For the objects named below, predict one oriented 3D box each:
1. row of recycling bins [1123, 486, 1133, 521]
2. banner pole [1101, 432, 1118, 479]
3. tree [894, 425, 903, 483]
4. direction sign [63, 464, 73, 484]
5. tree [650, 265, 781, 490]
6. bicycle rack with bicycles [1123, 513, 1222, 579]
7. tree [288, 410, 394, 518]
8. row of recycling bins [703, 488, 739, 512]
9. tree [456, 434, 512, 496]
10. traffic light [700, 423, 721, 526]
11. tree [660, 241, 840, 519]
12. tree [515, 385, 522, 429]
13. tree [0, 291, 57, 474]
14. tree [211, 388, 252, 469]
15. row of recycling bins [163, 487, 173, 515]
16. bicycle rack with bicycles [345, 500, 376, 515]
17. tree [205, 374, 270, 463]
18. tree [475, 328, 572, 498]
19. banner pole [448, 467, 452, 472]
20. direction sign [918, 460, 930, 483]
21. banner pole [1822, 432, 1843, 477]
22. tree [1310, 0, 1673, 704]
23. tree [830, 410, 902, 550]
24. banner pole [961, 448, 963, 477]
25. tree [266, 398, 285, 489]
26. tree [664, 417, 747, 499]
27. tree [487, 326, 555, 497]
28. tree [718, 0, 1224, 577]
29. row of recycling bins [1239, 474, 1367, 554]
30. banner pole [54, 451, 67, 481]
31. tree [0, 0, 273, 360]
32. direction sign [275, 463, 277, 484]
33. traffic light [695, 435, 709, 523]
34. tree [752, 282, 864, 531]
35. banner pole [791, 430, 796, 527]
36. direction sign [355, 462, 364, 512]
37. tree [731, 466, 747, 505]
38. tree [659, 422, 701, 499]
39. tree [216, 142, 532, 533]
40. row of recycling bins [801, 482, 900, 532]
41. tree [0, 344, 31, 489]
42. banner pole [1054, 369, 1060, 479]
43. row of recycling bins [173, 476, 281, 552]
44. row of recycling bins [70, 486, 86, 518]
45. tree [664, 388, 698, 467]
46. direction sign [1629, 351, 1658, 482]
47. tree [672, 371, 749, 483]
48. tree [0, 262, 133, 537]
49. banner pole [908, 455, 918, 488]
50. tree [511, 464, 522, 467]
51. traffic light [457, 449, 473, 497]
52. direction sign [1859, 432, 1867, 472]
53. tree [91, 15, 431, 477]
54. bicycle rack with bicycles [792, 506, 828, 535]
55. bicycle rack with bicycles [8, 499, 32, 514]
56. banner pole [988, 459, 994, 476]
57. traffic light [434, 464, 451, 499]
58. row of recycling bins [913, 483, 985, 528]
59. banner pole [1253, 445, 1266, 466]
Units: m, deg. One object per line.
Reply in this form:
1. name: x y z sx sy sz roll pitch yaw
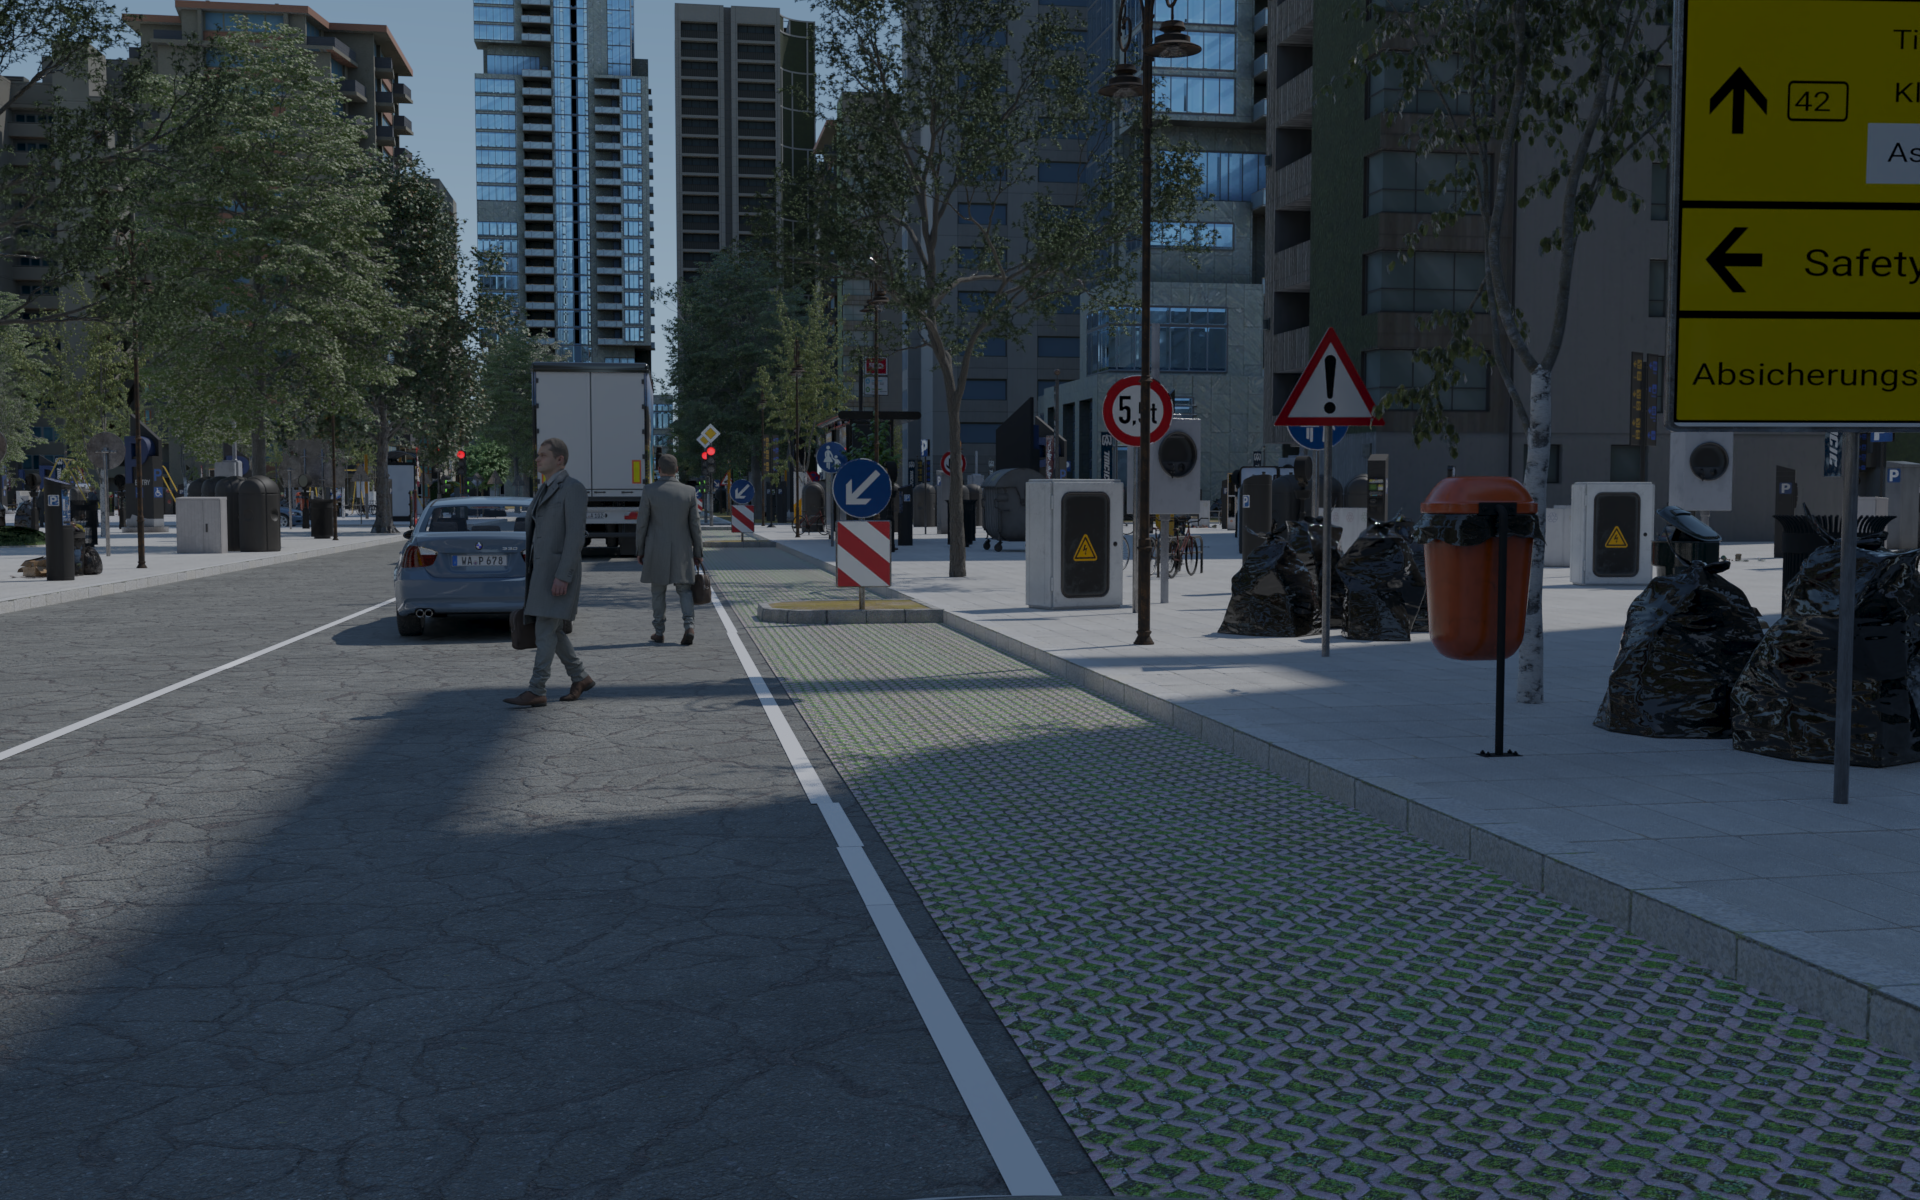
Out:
1. row of recycling bins: 7.333 -4.674 83.531 1.069 1.692 3.534 2 4 29
2. banner pole: 5.335 -4.359 61.292 0.863 3.779 0.401 -1 4 -22
3. tree: -5.939 -12.329 151.937 4.737 8.622 4.395 0 3 0
4. direction sign: -70.082 -8.832 136.400 0.379 3.537 0.876 0 4 4
5. tree: -19.481 -17.477 141.633 12.611 20.169 13.585 0 3 0
6. bicycle rack with bicycles: 2.907 -0.881 27.788 2.852 0.926 2.925 2 4 31
7. tree: -32.899 -8.673 92.171 4.737 8.622 4.395 0 3 0
8. row of recycling bins: -19.224 -8.362 143.827 3.534 1.692 1.069 -2 4 -27
9. tree: -26.140 -6.808 95.022 4.285 4.588 4.351 0 3 0
10. traffic light: -9.941 -4.898 69.001 0.839 4.253 0.868 -1 4 -10
11. tree: -10.228 -11.043 87.204 9.857 13.997 8.962 0 3 0
12. tree: -36.679 -15.018 155.914 12.009 13.543 11.850 0 3 0
13. tree: -49.641 -10.325 86.939 7.486 12.596 7.792 0 3 0
14. tree: -35.049 -7.855 78.793 4.737 8.622 4.395 0 3 0
15. row of recycling bins: -49.414 -6.105 106.927 1.069 1.692 3.534 1 4 19
16. bicycle rack with bicycles: -36.163 -5.620 105.273 2.852 0.926 2.925 2 4 34
17. tree: -42.439 -9.272 101.959 4.360 8.622 3.978 0 3 0
18. tree: -33.391 -13.803 132.338 9.857 13.997 8.962 0 3 0
19. banner pole: -31.820 -7.222 108.101 0.401 3.779 0.863 -3 4 -37
20. direction sign: -2.403 -7.521 114.970 0.876 3.537 0.379 0 4 5
21. banner pole: 15.450 -2.472 30.434 0.401 3.779 0.863 -1 4 -10
22. tree: 3.694 -3.681 10.555 4.360 8.622 3.978 0 3 0
23. tree: -1.912 -2.765 39.806 1.663 3.219 1.824 0 3 0
24. banner pole: 0.071 -6.362 94.032 0.401 3.779 0.863 -1 4 -9
25. tree: -45.490 -9.772 110.134 4.737 8.622 4.395 0 3 0
26. tree: -27.727 -16.537 187.380 9.611 12.733 9.660 0 3 0
27. tree: -30.216 -12.167 117.058 7.486 12.596 7.792 0 3 0
28. tree: 0.113 -5.649 26.776 8.767 10.594 7.601 1 4 21
29. row of recycling bins: 7.305 -1.788 36.343 1.069 1.692 3.534 -3 5 -42
30. banner pole: -52.313 -6.785 100.943 0.401 3.779 0.863 3 5 43
31. tree: -13.621 -5.402 22.738 7.601 10.594 8.767 1 4 12
32. direction sign: -49.582 -8.174 125.642 0.379 3.537 0.876 -2 4 -27
33. traffic light: -11.313 -5.379 76.868 0.839 4.253 0.868 -1 4 -10
34. tree: -5.348 -6.680 59.580 4.737 8.622 4.395 0 3 0
35. banner pole: -6.328 -4.714 67.097 0.401 3.779 0.863 -1 4 -13
36. direction sign: -42.315 -7.978 122.436 0.379 3.537 0.876 3 4 36
37. tree: -14.092 -7.006 109.148 1.663 3.219 1.824 0 3 0
38. tree: -32.780 -18.817 218.029 12.009 13.543 11.850 0 3 0
39. tree: -18.961 -8.538 56.610 9.611 12.733 9.660 0 3 0
40. row of recycling bins: -3.660 -3.139 58.439 3.534 1.692 1.069 1 4 12
41. tree: -44.216 -7.848 78.682 4.360 8.622 3.978 0 3 0
42. banner pole: 1.936 -2.751 34.999 0.401 3.779 0.863 0 4 -2
43. row of recycling bins: -16.585 -1.978 39.448 3.534 1.692 1.069 3 5 44
44. row of recycling bins: -48.764 -5.336 94.358 3.534 1.692 1.069 3 5 39
45. tree: -24.652 -14.769 167.232 9.928 11.665 9.643 0 3 0
46. direction sign: 10.982 -2.194 27.871 0.876 3.537 0.379 -3 5 -43
47. tree: -22.571 -14.665 157.895 7.486 12.596 7.792 0 3 0
48. tree: -25.972 -6.202 51.769 4.737 8.622 4.395 0 3 0
49. banner pole: -2.973 -7.451 111.841 0.863 3.779 0.401 -1 4 -21
50. tree: -34.856 -12.784 143.425 7.601 10.594 8.767 1 4 10
51. traffic light: -21.567 -5.269 75.070 0.839 4.253 0.868 -1 4 -10
52. direction sign: 32.046 -4.287 62.096 0.876 3.537 0.379 0 4 -4
53. tree: -16.685 -7.548 41.533 7.486 12.596 7.792 0 3 0
54. bicycle rack with bicycles: -3.465 -2.501 54.273 2.925 0.926 2.852 3 5 40
55. bicycle rack with bicycles: -62.653 -6.206 114.854 2.925 0.926 2.852 1 4 8
56. banner pole: 2.099 -7.252 108.585 0.863 3.779 0.401 2 4 32
57. traffic light: -20.195 -4.788 67.203 0.839 4.253 0.868 -1 4 -10
58. row of recycling bins: -0.415 -3.753 68.478 1.069 1.692 3.534 3 5 44
59. banner pole: 15.414 -6.054 89.006 0.863 3.779 0.401 -1 4 -19
